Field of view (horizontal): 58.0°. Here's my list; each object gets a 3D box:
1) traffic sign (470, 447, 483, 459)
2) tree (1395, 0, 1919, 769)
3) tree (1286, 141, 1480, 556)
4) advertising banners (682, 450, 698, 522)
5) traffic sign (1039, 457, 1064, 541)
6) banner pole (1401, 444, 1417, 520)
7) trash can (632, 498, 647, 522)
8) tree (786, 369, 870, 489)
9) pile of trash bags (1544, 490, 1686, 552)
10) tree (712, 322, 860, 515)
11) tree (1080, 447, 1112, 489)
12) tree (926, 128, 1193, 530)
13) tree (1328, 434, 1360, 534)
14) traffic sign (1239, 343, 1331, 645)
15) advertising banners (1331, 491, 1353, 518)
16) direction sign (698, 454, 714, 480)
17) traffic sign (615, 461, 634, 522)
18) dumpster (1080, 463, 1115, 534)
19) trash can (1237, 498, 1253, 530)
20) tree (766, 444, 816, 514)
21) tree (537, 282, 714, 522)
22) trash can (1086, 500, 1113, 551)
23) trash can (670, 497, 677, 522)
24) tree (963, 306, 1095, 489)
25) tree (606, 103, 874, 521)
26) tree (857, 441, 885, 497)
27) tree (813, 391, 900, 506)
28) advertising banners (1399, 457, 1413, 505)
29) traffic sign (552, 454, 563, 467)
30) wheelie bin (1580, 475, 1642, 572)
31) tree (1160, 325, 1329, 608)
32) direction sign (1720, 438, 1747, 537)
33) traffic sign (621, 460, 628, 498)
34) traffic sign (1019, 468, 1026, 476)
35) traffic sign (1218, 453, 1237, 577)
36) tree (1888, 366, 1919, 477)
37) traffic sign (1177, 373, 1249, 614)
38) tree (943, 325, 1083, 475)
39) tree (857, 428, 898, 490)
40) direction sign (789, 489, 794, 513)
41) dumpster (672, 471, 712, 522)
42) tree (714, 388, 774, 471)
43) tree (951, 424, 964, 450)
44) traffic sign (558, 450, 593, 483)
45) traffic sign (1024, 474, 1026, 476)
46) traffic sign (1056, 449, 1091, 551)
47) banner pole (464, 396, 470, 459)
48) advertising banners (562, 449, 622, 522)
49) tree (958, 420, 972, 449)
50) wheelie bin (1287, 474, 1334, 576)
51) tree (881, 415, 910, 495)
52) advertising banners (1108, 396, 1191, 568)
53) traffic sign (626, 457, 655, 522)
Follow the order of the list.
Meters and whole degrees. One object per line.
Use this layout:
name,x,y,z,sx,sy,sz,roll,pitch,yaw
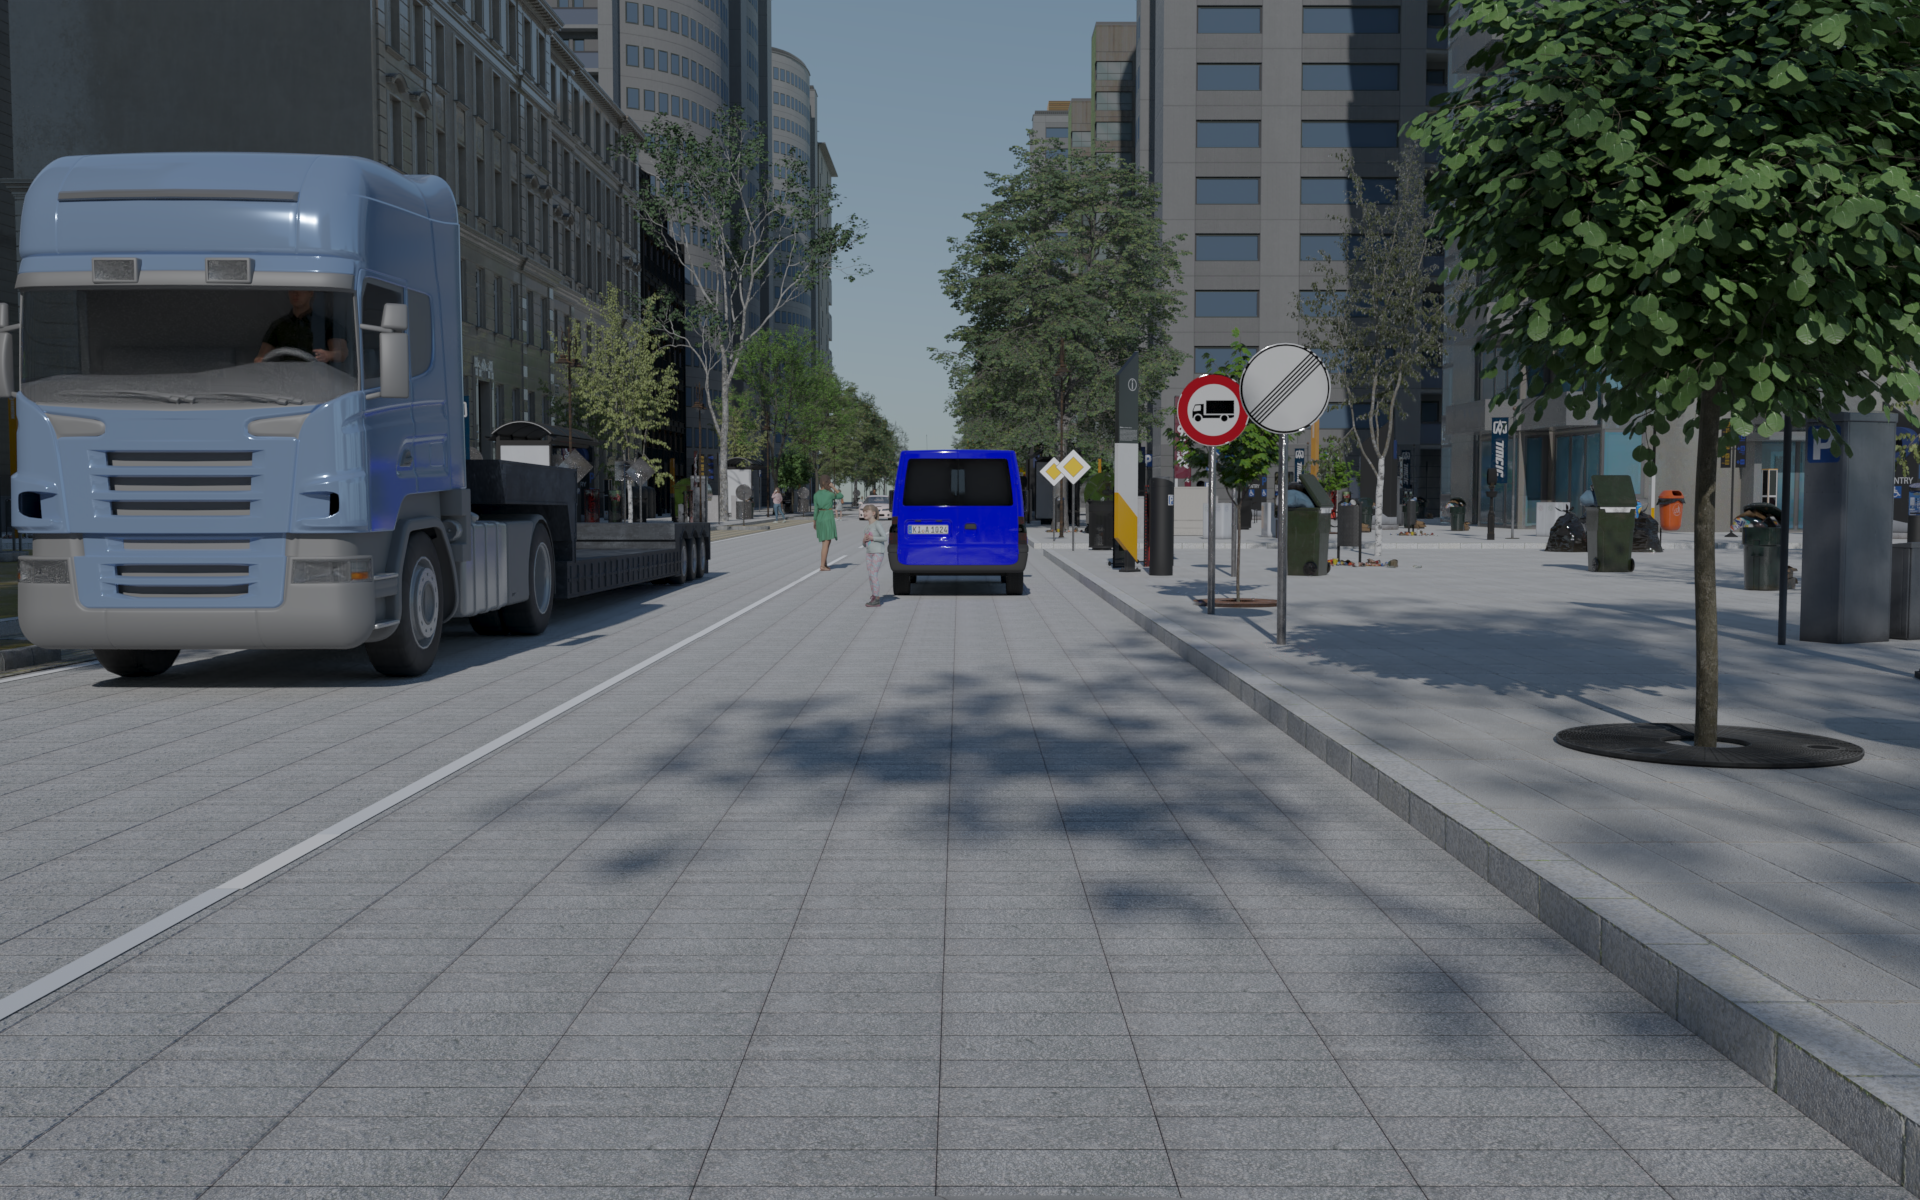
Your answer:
traffic sign,-13.127,-2.825,46.294,0.768,2.556,0.104,0,4,3
tree,3.838,-1.528,8.697,4.285,4.588,4.351,0,3,0
tree,8.711,-5.231,35.885,4.360,8.622,3.978,0,3,0
advertising banners,-10.681,-4.433,68.660,0.090,3.025,2.074,0,4,8
traffic sign,2.544,-2.647,46.920,0.795,2.450,0.064,0,3,0
banner pole,22.376,-5.890,86.324,0.863,3.779,0.401,0,4,1
trash can,-12.514,-3.413,67.449,0.748,1.137,0.748,0,3,0
tree,-11.882,-14.554,156.088,7.486,12.596,7.792,0,3,0
pile of trash bags,14.874,-1.769,38.682,3.447,1.369,1.912,-2,4,-28
tree,-11.262,-10.995,105.530,9.928,11.665,9.643,0,3,0
tree,7.971,-7.418,104.999,4.285,4.588,4.351,0,3,0
tree,3.699,-9.491,61.832,9.857,13.997,8.962,0,3,0
tree,11.794,-3.735,55.662,1.663,3.219,1.824,0,3,0
traffic sign,2.739,-0.892,14.688,0.768,2.556,0.104,0,4,2
advertising banners,18.750,-5.569,87.242,2.074,3.025,0.090,0,4,3
direction sign,-14.399,-6.499,98.252,0.876,3.537,0.379,-1,4,-19
traffic sign,-10.312,-3.129,53.284,0.606,2.300,0.079,0,4,2
dumpster,4.651,-3.242,55.495,1.502,2.255,1.985,0,3,0
trash can,10.167,-3.093,62.224,0.748,1.137,0.748,0,3,0
tree,-11.058,-7.926,113.306,4.285,4.588,4.351,0,3,0
tree,-11.424,-6.682,59.607,4.737,8.622,4.395,0,3,0
trash can,3.241,-1.705,39.526,0.748,1.137,0.748,0,3,0
trash can,-12.686,-4.056,77.965,0.748,1.137,0.748,0,3,0
tree,3.725,-10.153,91.752,9.928,11.665,9.643,0,3,0
tree,-10.201,-13.845,82.256,12.611,20.169,13.585,0,3,0
tree,-10.941,-15.163,198.281,4.360,8.622,3.978,0,3,0
tree,-11.167,-16.498,186.741,9.611,12.733,9.660,0,3,0
advertising banners,21.116,-5.251,82.050,0.090,3.025,2.074,2,4,32
traffic sign,-12.914,-3.389,55.509,0.768,2.556,0.104,1,4,10
wheelie bin,10.697,-1.265,28.584,0.980,1.594,0.693,0,4,0
tree,3.092,-1.553,19.998,1.663,3.219,1.824,0,3,0
direction sign,22.982,-3.640,51.507,0.379,3.537,0.876,-2,4,-26
traffic sign,-12.428,-3.918,64.162,0.768,2.556,0.104,0,4,7
traffic sign,3.553,-7.719,120.085,2.265,3.308,0.079,1,4,8
traffic sign,4.242,-1.631,26.770,0.768,2.556,0.104,1,4,9
tree,19.793,-5.128,34.208,4.737,8.622,4.395,0,3,0
traffic sign,2.682,-1.120,18.411,0.768,2.556,0.104,0,4,3
tree,3.696,-11.946,112.318,9.611,12.733,9.660,0,3,0
tree,-11.356,-17.488,220.339,7.601,10.594,8.767,-3,5,-42
direction sign,-11.408,-7.635,116.825,0.379,3.537,0.876,-2,4,-32
dumpster,-11.491,-4.387,74.223,1.502,2.255,1.985,0,4,0
tree,-15.023,-10.254,118.007,4.737,8.622,4.395,0,3,0
tree,4.139,-16.924,187.084,12.009,13.543,11.850,0,3,0
traffic sign,-8.650,-2.160,38.954,0.795,2.450,0.064,0,3,0
traffic sign,4.168,-6.378,104.386,0.768,2.556,0.104,0,4,4
traffic sign,2.544,-2.159,38.935,0.795,2.450,0.064,0,3,0
banner pole,-11.358,-2.981,38.761,0.863,3.779,0.401,0,4,-2
advertising banners,-11.563,-3.567,54.503,2.074,3.025,0.090,-2,4,-29
tree,3.437,-19.643,239.295,7.486,12.596,7.792,0,3,0
wheelie bin,5.446,-1.184,27.274,0.693,1.594,0.980,2,4,31
tree,-11.668,-21.774,266.376,12.009,13.543,11.850,0,3,0
advertising banners,3.404,-2.099,30.506,2.074,3.025,0.090,-3,4,-38
traffic sign,-8.651,-2.648,46.939,0.795,2.450,0.064,0,3,0
